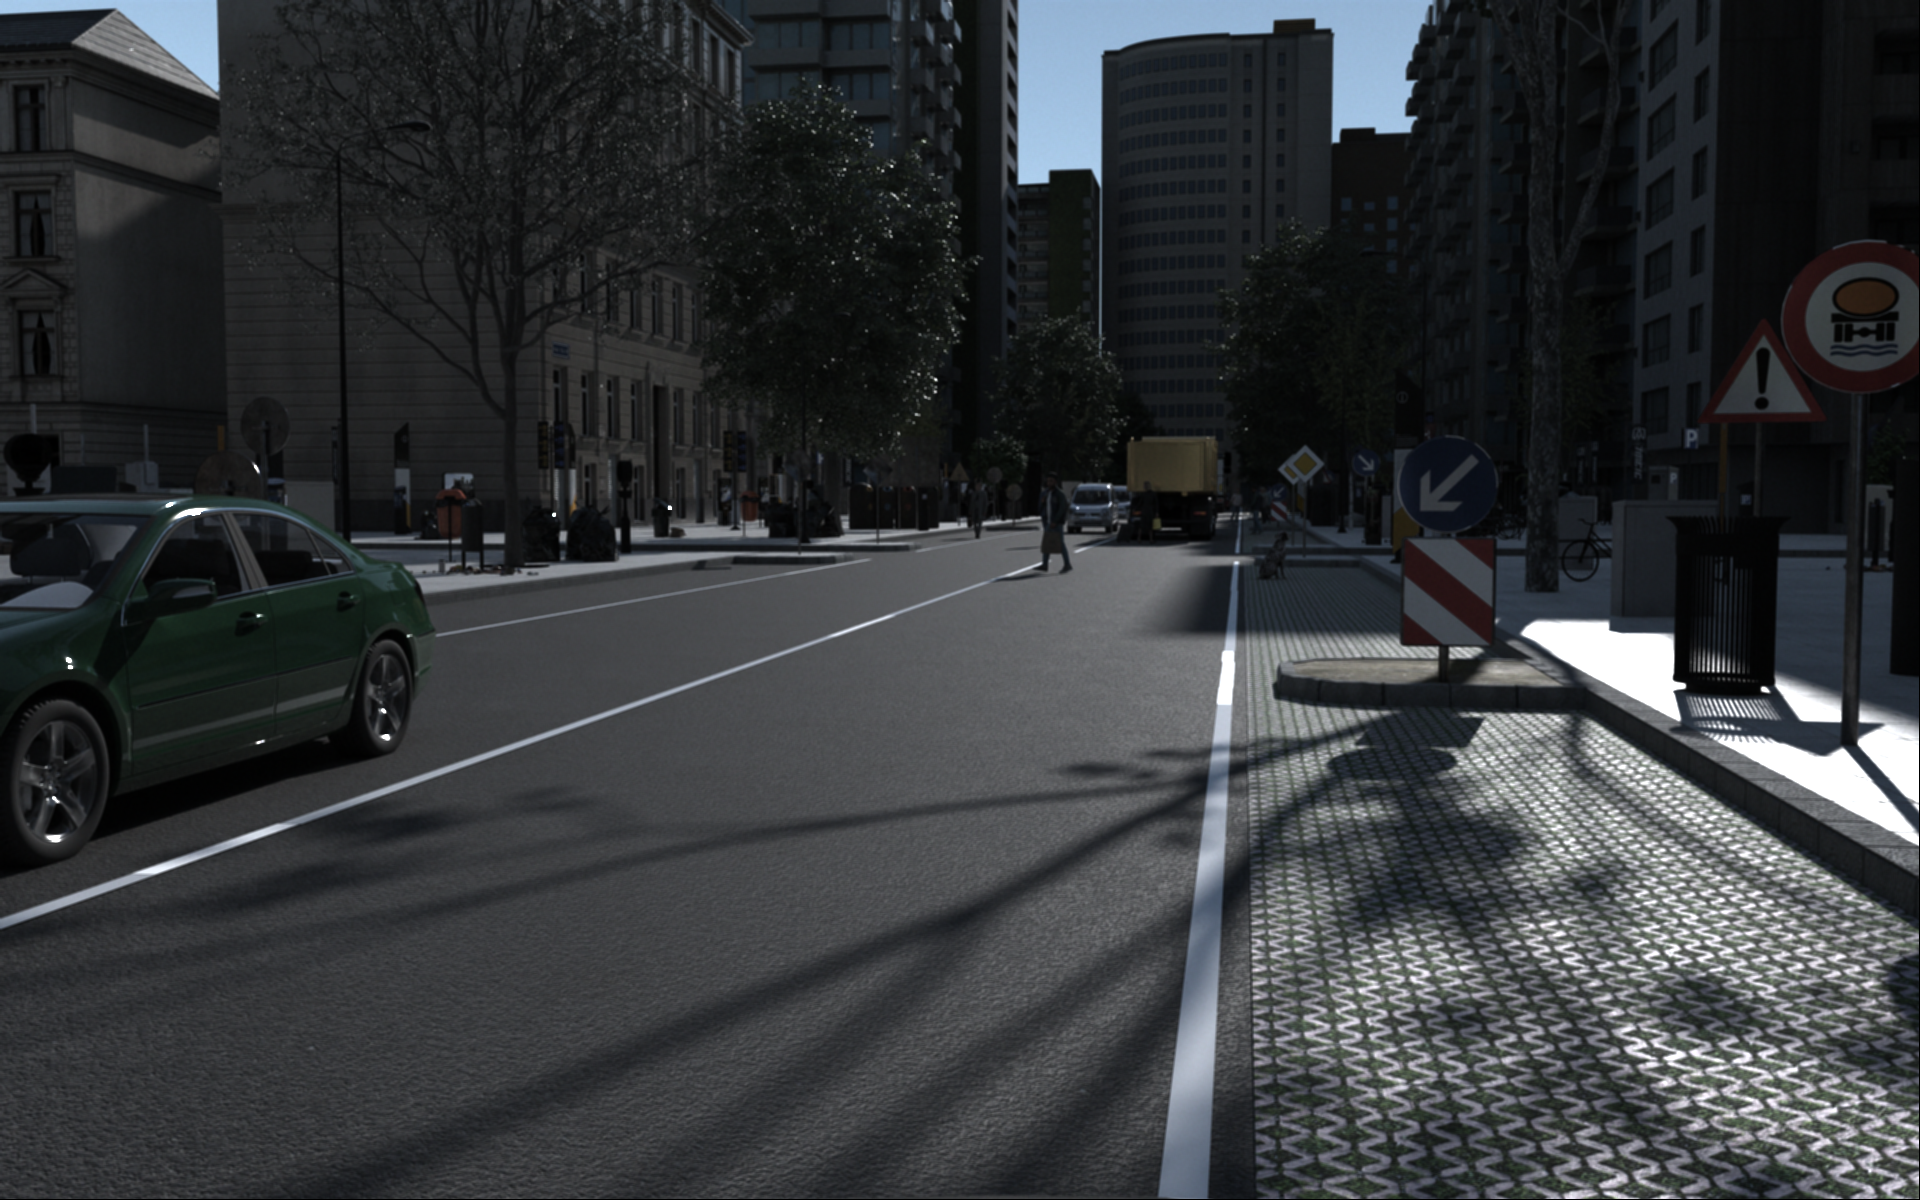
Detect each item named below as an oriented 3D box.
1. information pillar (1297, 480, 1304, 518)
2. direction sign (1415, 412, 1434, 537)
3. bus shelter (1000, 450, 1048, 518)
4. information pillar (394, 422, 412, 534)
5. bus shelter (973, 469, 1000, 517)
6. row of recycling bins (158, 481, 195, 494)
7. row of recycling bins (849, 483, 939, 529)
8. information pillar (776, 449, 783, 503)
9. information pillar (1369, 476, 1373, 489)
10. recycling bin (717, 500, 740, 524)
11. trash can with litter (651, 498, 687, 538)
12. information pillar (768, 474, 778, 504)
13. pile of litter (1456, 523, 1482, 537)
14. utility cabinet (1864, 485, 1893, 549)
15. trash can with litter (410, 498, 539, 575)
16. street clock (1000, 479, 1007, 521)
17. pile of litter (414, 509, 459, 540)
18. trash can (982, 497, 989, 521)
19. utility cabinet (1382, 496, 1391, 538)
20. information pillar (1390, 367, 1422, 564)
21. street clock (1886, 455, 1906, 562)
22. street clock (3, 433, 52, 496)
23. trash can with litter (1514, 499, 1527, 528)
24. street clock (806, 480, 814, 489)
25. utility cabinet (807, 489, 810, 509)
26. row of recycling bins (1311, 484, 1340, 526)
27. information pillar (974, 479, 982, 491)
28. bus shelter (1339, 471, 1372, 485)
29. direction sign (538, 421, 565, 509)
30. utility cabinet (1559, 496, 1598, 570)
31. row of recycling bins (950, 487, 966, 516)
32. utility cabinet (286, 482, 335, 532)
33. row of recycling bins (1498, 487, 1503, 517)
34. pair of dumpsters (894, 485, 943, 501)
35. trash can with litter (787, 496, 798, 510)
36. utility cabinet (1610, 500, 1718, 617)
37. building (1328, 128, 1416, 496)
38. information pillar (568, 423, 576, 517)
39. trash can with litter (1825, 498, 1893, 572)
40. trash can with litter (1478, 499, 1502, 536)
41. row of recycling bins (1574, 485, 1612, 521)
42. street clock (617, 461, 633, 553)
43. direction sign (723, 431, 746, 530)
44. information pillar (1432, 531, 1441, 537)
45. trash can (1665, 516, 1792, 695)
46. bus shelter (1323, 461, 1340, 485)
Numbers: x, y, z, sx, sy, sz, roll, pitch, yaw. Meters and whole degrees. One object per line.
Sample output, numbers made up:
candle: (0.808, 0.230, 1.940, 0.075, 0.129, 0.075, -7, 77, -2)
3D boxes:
information pillar: (18.438, -6.239, 93.364, 0.504, 3.616, 0.183, -1, 4, -11)
direction sign: (12.560, -3.403, 47.629, 0.876, 3.537, 0.379, 1, 4, 10)
bus shelter: (3.625, -6.356, 95.199, 1.731, 3.624, 6.357, 1, 4, 9)
information pillar: (-18.072, -3.964, 56.171, 0.183, 3.616, 0.504, 3, 5, 44)
bus shelter: (2.080, -6.738, 101.441, 1.731, 3.624, 6.357, 1, 4, 9)
row of recycling bins: (-24.288, -2.996, 56.101, 1.069, 1.692, 3.534, 3, 5, 41)
row of recycling bins: (-2.463, -3.500, 64.338, 3.534, 1.692, 1.069, -2, 4, -27)
information pillar: (-7.482, -4.917, 71.739, 0.183, 3.616, 0.504, 1, 4, 19)
information pillar: (16.530, -4.024, 70.290, 0.304, 2.012, 0.304, -3, 5, -44)
recycling bin: (-9.866, -3.748, 73.838, 0.722, 1.027, 0.722, 2, 4, 29)
trash can with litter: (-8.566, -2.428, 51.086, 1.055, 1.170, 0.624, 1, 4, 20)
information pillar: (-6.948, -3.671, 64.505, 0.304, 2.012, 0.304, 0, 4, 7)
pile of litter: (8.625, -0.993, 30.194, 1.176, 0.858, 1.719, 1, 4, 16)
utility cabinet: (21.085, -1.922, 40.101, 1.173, 1.500, 0.318, -2, 4, -27)
trash can with litter: (-7.704, -1.027, 27.851, 2.233, 1.210, 1.678, 3, 5, 40)
street clock: (2.088, -4.778, 82.692, 0.358, 2.002, 0.471, 1, 4, 17)
pile of litter: (-14.788, -2.138, 48.916, 1.176, 0.858, 1.719, -2, 4, -25)
trash can: (1.023, -4.339, 82.600, 0.748, 1.137, 0.748, 0, 3, 0)
utility cabinet: (12.737, -2.408, 50.537, 1.020, 1.237, 0.306, 3, 4, 38)
information pillar: (8.226, -2.481, 31.913, 0.504, 3.616, 0.183, 2, 4, 33)
street clock: (17.577, -1.709, 32.515, 0.358, 2.002, 0.471, 3, 4, 38)
street clock: (-11.161, -0.992, 20.785, 0.358, 2.002, 0.471, 3, 5, 43)
trash can with litter: (21.294, -3.288, 65.141, 1.055, 1.170, 0.624, -2, 4, -31)
street clock: (-7.483, -5.004, 86.382, 0.358, 2.002, 0.471, 1, 4, 16)
utility cabinet: (-6.537, -4.401, 80.633, 1.173, 1.500, 0.318, -1, 4, -10)
row of recycling bins: (14.971, -3.858, 70.197, 1.069, 1.692, 3.534, 1, 4, 22)
information pillar: (0.854, -4.740, 81.996, 0.304, 2.012, 0.304, -1, 4, -10)
bus shelter: (20.059, -5.945, 88.484, 1.731, 3.624, 6.357, 1, 4, 9)
direction sign: (-12.719, -3.790, 53.965, 0.876, 3.537, 0.379, 1, 4, 12)
utility cabinet: (10.167, -1.110, 29.306, 1.020, 1.237, 0.306, 1, 4, 9)
row of recycling bins: (0.074, -5.752, 101.159, 1.069, 1.692, 3.534, 1, 4, 11)
utility cabinet: (-11.769, -1.372, 31.104, 0.318, 1.500, 1.173, 1, 4, 22)
row of recycling bins: (26.996, -5.152, 91.349, 3.534, 1.692, 1.069, -1, 4, -15)
pair of dumpsters: (-1.875, -4.485, 75.822, 1.574, 2.255, 4.437, 1, 4, 9)
trash can with litter: (-8.420, -4.604, 86.663, 0.624, 1.170, 1.055, -1, 4, -12)
utility cabinet: (7.390, -0.431, 18.203, 1.020, 1.237, 0.306, 0, 4, -6)
building: (52.769, -34.519, 214.496, 14.200, 45.320, 14.600, 1, 4, 9)
information pillar: (-12.858, -4.042, 57.446, 0.183, 3.616, 0.504, 0, 4, 4)
trash can with litter: (15.483, -1.103, 29.090, 1.678, 1.210, 2.233, 2, 4, 24)
trash can with litter: (16.368, -2.584, 53.641, 0.624, 1.170, 1.055, 2, 4, 31)
row of recycling bins: (29.805, -4.575, 81.921, 3.534, 1.692, 1.069, -3, 5, -43)
street clock: (-7.258, -2.017, 37.551, 0.358, 2.002, 0.471, -2, 4, -27)
direction sign: (-8.061, -4.286, 62.078, 0.876, 3.537, 0.379, -2, 4, -33)
information pillar: (12.332, -2.440, 44.387, 0.304, 2.012, 0.304, -3, 5, -42)
trash can: (4.961, 0.026, 11.226, 0.748, 1.137, 0.748, 0, 3, 0)
bus shelter: (23.453, -7.028, 108.829, 2.014, 3.302, 5.546, 1, 4, 9)
